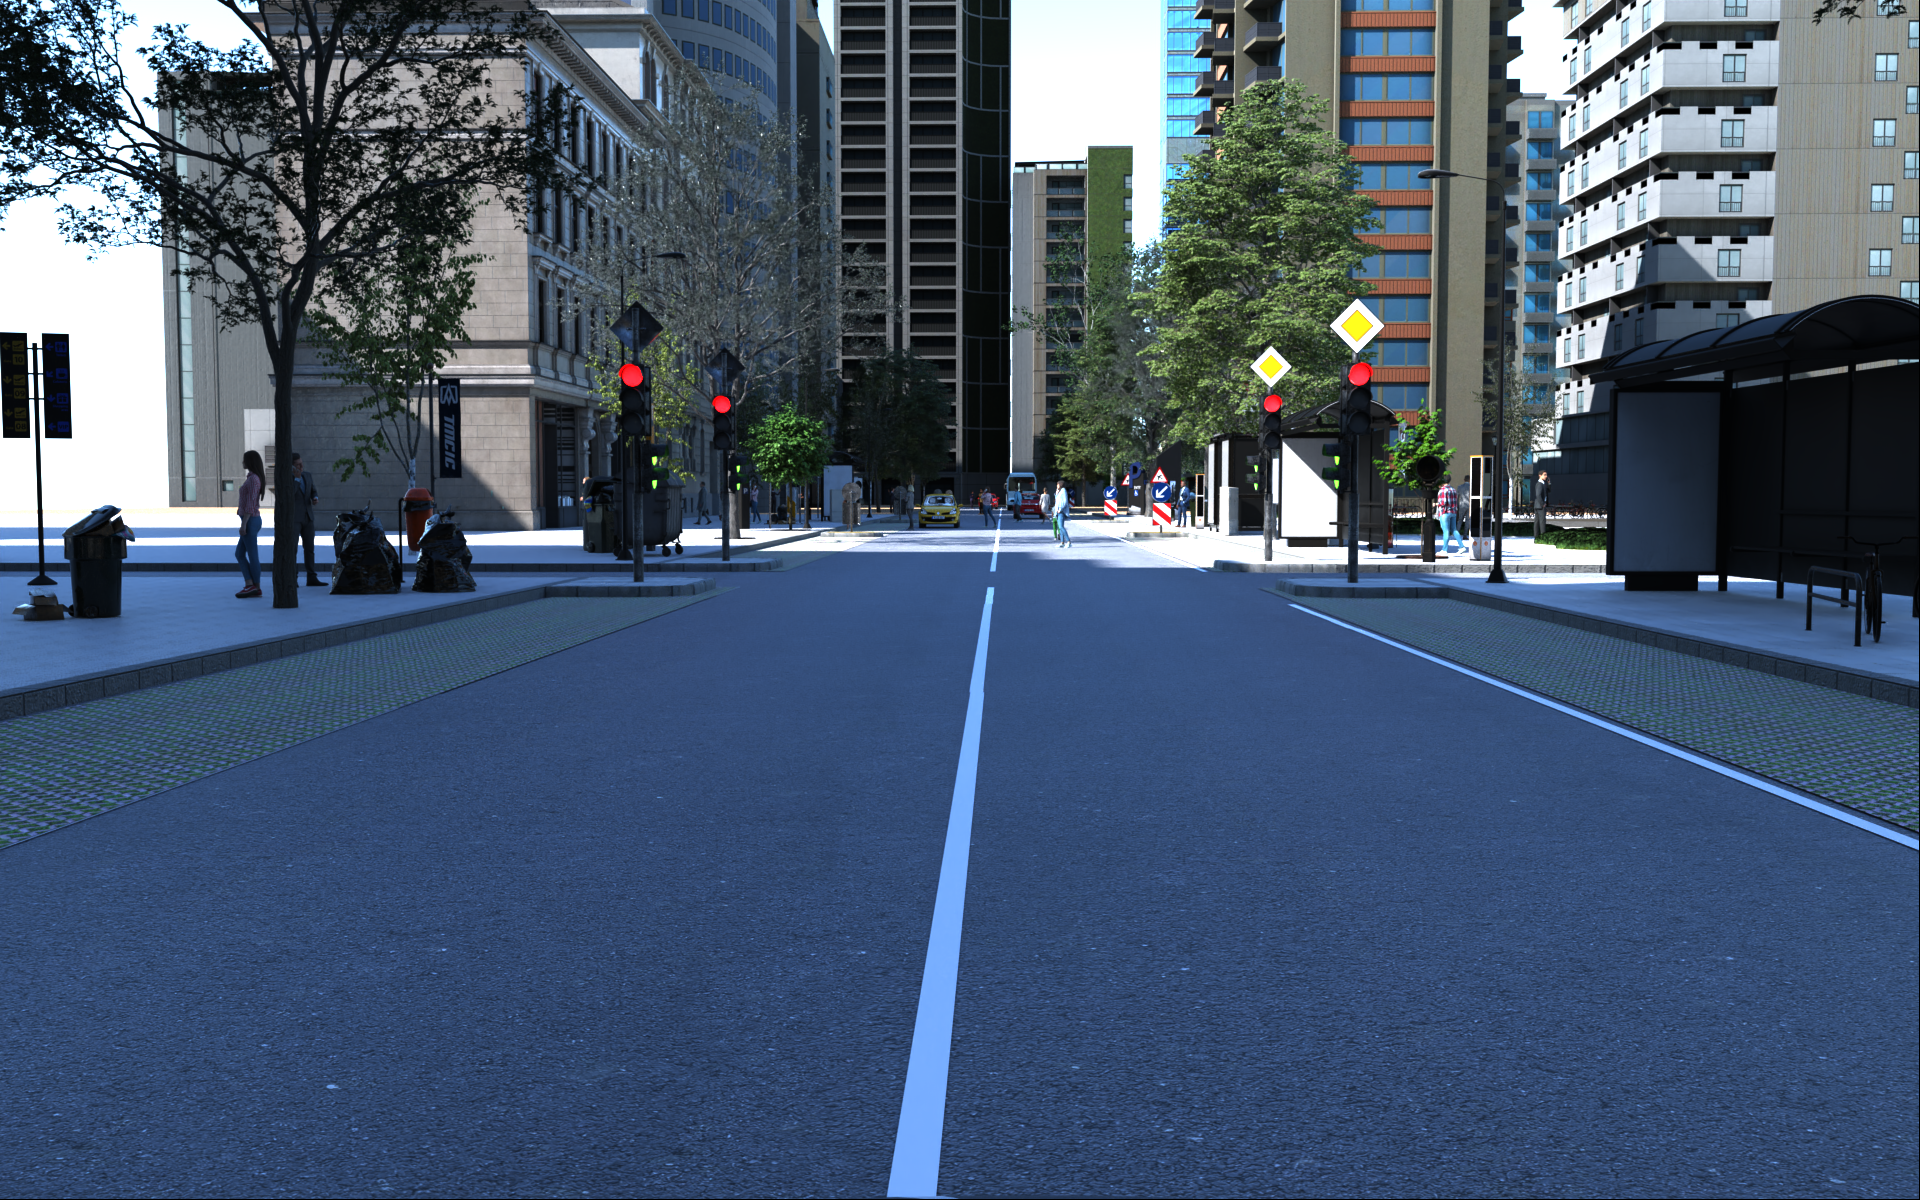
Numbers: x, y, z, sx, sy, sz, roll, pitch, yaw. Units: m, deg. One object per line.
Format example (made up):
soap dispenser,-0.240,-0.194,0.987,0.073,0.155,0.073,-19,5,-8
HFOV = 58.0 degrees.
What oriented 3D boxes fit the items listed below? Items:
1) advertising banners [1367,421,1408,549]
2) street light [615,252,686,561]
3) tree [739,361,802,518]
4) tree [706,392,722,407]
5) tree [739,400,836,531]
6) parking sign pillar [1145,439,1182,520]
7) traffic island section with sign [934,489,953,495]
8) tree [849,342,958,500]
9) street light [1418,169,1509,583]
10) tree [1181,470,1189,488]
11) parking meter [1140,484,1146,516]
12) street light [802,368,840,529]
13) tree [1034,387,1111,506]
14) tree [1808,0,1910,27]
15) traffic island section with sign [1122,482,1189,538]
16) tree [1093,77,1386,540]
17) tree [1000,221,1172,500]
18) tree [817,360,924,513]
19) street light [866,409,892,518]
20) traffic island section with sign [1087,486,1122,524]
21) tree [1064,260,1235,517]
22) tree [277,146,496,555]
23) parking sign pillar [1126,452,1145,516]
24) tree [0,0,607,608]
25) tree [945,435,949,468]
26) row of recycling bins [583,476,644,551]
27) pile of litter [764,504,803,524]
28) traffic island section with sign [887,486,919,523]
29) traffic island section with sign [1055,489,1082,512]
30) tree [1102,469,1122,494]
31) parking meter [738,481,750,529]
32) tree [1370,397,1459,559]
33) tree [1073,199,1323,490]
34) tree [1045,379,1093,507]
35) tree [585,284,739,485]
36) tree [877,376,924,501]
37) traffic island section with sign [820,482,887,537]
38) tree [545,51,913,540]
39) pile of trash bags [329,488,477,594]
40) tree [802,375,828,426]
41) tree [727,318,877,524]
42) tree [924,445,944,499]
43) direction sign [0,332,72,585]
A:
advertising banners,10.142,-2.741,41.001,0.090,3.025,2.074,3,4,39
street light,-5.954,-3.722,33.398,1.470,5.913,1.316,0,4,1
tree,-11.380,-8.755,93.513,4.737,8.622,4.395,0,3,0
tree,-10.525,-8.355,86.972,4.360,8.622,3.978,0,3,0
tree,-6.057,-4.724,60.946,4.285,4.588,4.351,0,3,0
parking sign pillar,10.193,-5.913,85.156,1.447,3.967,1.447,-1,4,-18
traffic island section with sign,-1.654,-7.754,135.402,1.989,1.847,2.006,0,4,1
tree,-4.773,-14.507,143.839,9.857,13.997,8.962,0,3,0
street light,7.246,-3.204,24.932,1.470,5.913,1.316,0,4,1
tree,13.161,-6.839,106.419,1.663,3.219,1.824,0,3,0
parking meter,10.909,-5.940,102.837,0.255,1.863,0.399,2,4,32
street light,-5.125,-5.596,64.029,1.470,5.913,1.316,0,4,1
tree,12.233,-16.340,184.165,9.611,12.733,9.660,0,3,0
tree,8.071,-4.595,9.549,7.601,10.594,8.767,-3,5,-40
traffic island section with sign,6.534,-3.000,57.670,1.989,1.847,2.006,0,4,1
tree,8.330,-7.947,48.064,7.486,12.596,7.792,0,3,0
tree,9.651,-16.205,120.834,12.611,20.169,13.585,0,3,0
tree,-5.857,-11.228,117.994,7.601,10.594,8.767,1,4,17
street light,-4.391,-7.437,94.136,1.470,5.913,1.316,0,4,1
traffic island section with sign,7.201,-4.648,84.617,1.989,1.847,2.006,0,4,1
tree,10.645,-11.551,95.522,9.857,13.997,8.962,0,3,0
tree,-11.671,-5.246,36.138,4.737,8.622,4.395,0,3,0
parking sign pillar,10.744,-7.075,104.150,1.447,3.967,1.447,-3,4,-36
tree,-7.683,-5.167,18.900,8.767,10.594,7.601,0,4,6
tree,-3.295,-13.316,168.082,4.360,8.622,3.978,0,3,0
row of recycling bins,-8.076,-2.052,40.669,1.069,1.692,3.534,0,4,1
pile of litter,-7.465,-3.648,73.610,1.719,0.858,1.176,0,4,-2
traffic island section with sign,-2.895,-4.696,85.412,1.989,1.847,2.006,0,4,1
traffic island section with sign,8.458,-7.717,134.802,1.989,1.847,2.006,0,4,1
tree,11.531,-8.612,135.405,1.663,3.219,1.824,0,3,0
parking meter,-7.896,-3.527,63.377,0.399,1.863,0.255,-3,4,-38
tree,9.283,-2.450,34.655,1.663,3.219,1.824,0,3,0
tree,10.210,-9.819,70.909,12.009,13.543,11.850,0,3,0
tree,12.228,-15.462,170.935,7.486,12.596,7.792,0,3,0
tree,-10.485,-6.619,58.584,4.737,8.622,4.395,0,3,0
tree,-5.289,-9.439,104.683,4.360,8.622,3.978,0,3,0
traffic island section with sign,-3.588,-3.016,57.932,1.989,1.847,2.006,0,4,1
tree,-6.591,-8.483,49.059,12.009,13.543,11.850,0,3,0
pile of trash bags,-7.582,-0.859,23.803,1.912,1.369,3.447,-1,4,-13
tree,-10.179,-9.570,106.827,4.737,8.622,4.395,0,3,0
tree,-6.326,-7.269,69.213,4.360,8.622,3.978,0,3,0
tree,-4.514,-12.687,157.793,4.360,8.622,3.978,0,3,0
direction sign,-12.979,-1.981,24.392,0.876,3.537,0.379,-1,4,-17
